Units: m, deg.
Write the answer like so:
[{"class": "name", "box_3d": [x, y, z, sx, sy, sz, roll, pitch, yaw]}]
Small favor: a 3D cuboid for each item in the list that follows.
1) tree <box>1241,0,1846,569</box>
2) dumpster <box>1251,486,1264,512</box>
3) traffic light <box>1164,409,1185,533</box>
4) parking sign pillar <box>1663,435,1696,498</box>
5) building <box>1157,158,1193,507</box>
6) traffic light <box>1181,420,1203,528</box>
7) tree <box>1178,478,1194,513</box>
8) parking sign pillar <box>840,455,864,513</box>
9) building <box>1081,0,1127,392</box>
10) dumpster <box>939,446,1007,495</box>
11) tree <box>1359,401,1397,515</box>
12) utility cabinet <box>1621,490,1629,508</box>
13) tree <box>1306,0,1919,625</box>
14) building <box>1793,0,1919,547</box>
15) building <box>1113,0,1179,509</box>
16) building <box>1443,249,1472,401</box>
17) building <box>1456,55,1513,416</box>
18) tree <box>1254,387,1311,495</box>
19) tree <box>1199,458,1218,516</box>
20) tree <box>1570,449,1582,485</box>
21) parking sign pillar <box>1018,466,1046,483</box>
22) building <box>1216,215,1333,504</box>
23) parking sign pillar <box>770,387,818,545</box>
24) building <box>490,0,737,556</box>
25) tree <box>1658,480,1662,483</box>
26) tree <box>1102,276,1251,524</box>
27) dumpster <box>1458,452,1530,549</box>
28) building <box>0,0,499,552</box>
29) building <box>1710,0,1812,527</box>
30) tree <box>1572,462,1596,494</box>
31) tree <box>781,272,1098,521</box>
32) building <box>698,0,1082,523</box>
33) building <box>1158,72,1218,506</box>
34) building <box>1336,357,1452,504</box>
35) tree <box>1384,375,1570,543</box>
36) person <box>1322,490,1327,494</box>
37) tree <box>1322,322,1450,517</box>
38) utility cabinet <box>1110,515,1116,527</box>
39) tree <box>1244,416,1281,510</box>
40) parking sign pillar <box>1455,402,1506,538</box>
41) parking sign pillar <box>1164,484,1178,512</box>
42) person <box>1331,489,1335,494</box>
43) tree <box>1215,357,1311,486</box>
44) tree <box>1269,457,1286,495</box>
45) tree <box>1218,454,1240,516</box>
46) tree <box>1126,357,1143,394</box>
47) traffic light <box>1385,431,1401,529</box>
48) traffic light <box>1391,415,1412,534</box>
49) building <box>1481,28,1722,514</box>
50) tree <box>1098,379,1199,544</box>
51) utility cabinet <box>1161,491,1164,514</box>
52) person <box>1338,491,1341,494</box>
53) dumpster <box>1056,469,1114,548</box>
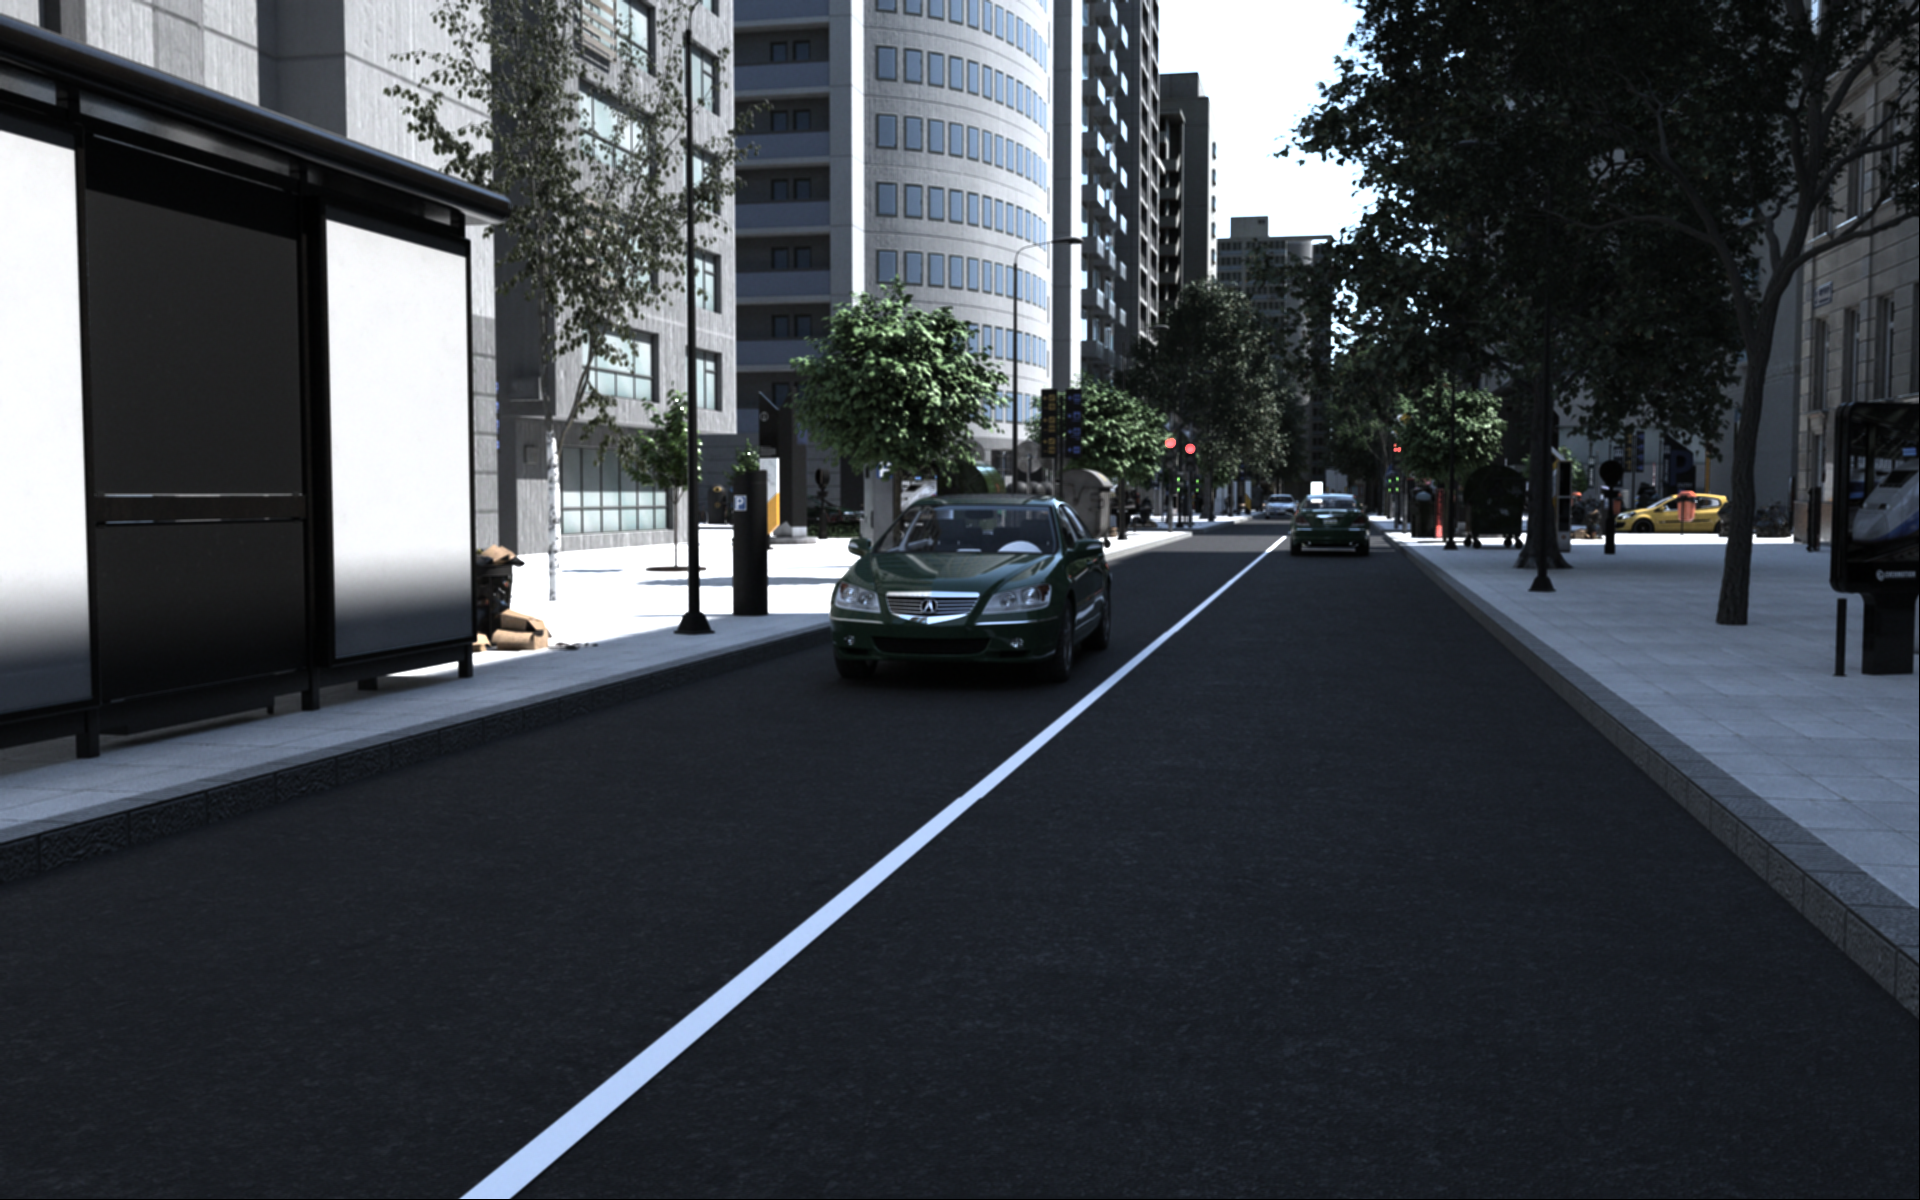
[{"class": "tree", "box_3d": [9.994, -6.887, 29.608, 9.611, 12.733, 9.660, 0, 3, 0]}, {"class": "dumpster", "box_3d": [21.075, -7.231, 123.987, 1.264, 1.857, 1.865, 1, 4, 12]}, {"class": "traffic light", "box_3d": [7.016, -4.193, 57.469, 0.839, 4.253, 0.868, 1, 4, 12]}, {"class": "parking sign pillar", "box_3d": [31.775, -5.384, 76.502, 1.447, 3.967, 1.447, 0, 4, -5]}, {"class": "building", "box_3d": [7.170, -29.575, 175.434, 32.217, 40.220, 23.993, 1, 4, 12]}, {"class": "traffic light", "box_3d": [8.712, -4.670, 65.272, 0.839, 4.253, 0.868, 1, 4, 12]}, {"class": "tree", "box_3d": [15.491, -7.617, 119.134, 1.663, 3.219, 1.824, 0, 3, 0]}, {"class": "parking sign pillar", "box_3d": [-4.255, -5.067, 71.316, 1.447, 3.967, 1.447, 0, 4, 7]}, {"class": "building", "box_3d": [0.092, -30.983, 126.174, 23.786, 49.044, 30.456, 1, 4, 12]}, {"class": "dumpster", "box_3d": [0.019, -1.966, 34.635, 1.502, 2.255, 1.985, 1, 4, 12]}, {"class": "tree", "box_3d": [26.664, -9.620, 107.644, 4.360, 8.622, 3.978, 0, 3, 0]}, {"class": "utility cabinet", "box_3d": [39.344, -5.742, 102.559, 0.318, 1.500, 1.173, 1, 4, 12]}, {"class": "tree", "box_3d": [7.506, -5.016, 16.421, 8.767, 10.594, 7.601, 1, 4, 13]}, {"class": "building", "box_3d": [24.800, -14.332, 31.599, 12.463, 27.353, 25.104, 1, 4, 12]}, {"class": "building", "box_3d": [8.922, -43.613, 151.331, 20.563, 71.187, 20.611, 1, 4, 12]}, {"class": "building", "box_3d": [63.081, -34.445, 182.784, 23.786, 49.044, 30.456, 1, 4, 12]}, {"class": "building", "box_3d": [56.234, -30.549, 154.102, 22.147, 44.769, 28.867, 1, 4, 12]}, {"class": "tree", "box_3d": [33.130, -16.171, 182.519, 7.486, 12.596, 7.792, 0, 3, 0]}, {"class": "tree", "box_3d": [5.104, -4.304, 54.084, 4.285, 4.588, 4.351, 0, 3, 0]}, {"class": "tree", "box_3d": [34.159, -7.118, 100.101, 4.285, 4.588, 4.351, 0, 3, 0]}, {"class": "parking sign pillar", "box_3d": [3.175, -5.414, 76.986, 1.447, 3.967, 1.447, 2, 4, 30]}, {"class": "building", "box_3d": [40.661, -33.816, 244.767, 23.993, 40.220, 32.217, 1, 4, 12]}, {"class": "parking sign pillar", "box_3d": [-4.373, -3.419, 44.369, 1.447, 3.967, 1.447, -2, 4, -29]}, {"class": "building", "box_3d": [-13.566, -21.955, 42.567, 14.086, 41.232, 14.154, 1, 4, 12]}, {"class": "tree", "box_3d": [43.566, -6.759, 105.114, 1.663, 3.219, 1.824, 0, 3, 0]}, {"class": "tree", "box_3d": [9.270, -8.560, 74.364, 7.601, 10.594, 8.767, 3, 5, 42]}, {"class": "dumpster", "box_3d": [12.657, -2.363, 41.126, 1.502, 2.255, 1.985, 1, 4, 12]}, {"class": "building", "box_3d": [-20.349, -28.842, 13.574, 21.231, 58.520, 28.212, 1, 4, 12]}, {"class": "building", "box_3d": [44.982, -27.570, 74.466, 21.600, 48.544, 21.300, 1, 4, 12]}, {"class": "tree", "box_3d": [37.445, -6.739, 104.776, 1.663, 3.219, 1.824, 0, 3, 0]}, {"class": "tree", "box_3d": [-0.906, -2.564, 25.638, 4.285, 4.588, 4.351, 0, 3, 0]}, {"class": "building", "box_3d": [-6.123, -33.462, 89.099, 21.231, 58.520, 28.212, 1, 4, 12]}, {"class": "building", "box_3d": [18.063, -35.147, 198.348, 21.600, 48.544, 21.300, 1, 4, 12]}, {"class": "building", "box_3d": [66.060, -24.016, 237.694, 28.899, 21.520, 27.650, 1, 4, 12]}, {"class": "tree", "box_3d": [12.815, -3.801, 45.867, 4.285, 4.588, 4.351, 0, 3, 0]}, {"class": "person", "box_3d": [33.779, -9.277, 160.039, 0.709, 1.838, 0.599, 3, 5, 40]}, {"class": "tree", "box_3d": [24.365, -10.606, 99.166, 9.928, 11.665, 9.643, 0, 3, 0]}, {"class": "utility cabinet", "box_3d": [5.610, -3.419, 67.058, 1.020, 1.237, 0.306, 1, 4, 15]}, {"class": "tree", "box_3d": [23.685, -11.506, 138.492, 4.737, 8.622, 4.395, 0, 3, 0]}, {"class": "parking sign pillar", "box_3d": [15.378, -3.828, 51.061, 1.447, 3.967, 1.447, 1, 4, 12]}, {"class": "parking sign pillar", "box_3d": [15.108, -8.292, 124.047, 1.447, 3.967, 1.447, 2, 4, 27]}, {"class": "person", "box_3d": [22.660, -5.866, 105.159, 0.760, 1.731, 0.466, -2, 4, -28]}, {"class": "tree", "box_3d": [27.082, -15.358, 157.751, 9.857, 13.997, 8.962, 0, 3, 0]}, {"class": "tree", "box_3d": [36.878, -15.369, 201.642, 4.360, 8.622, 3.978, 0, 3, 0]}, {"class": "tree", "box_3d": [14.702, -7.170, 100.945, 4.285, 4.588, 4.351, 0, 3, 0]}, {"class": "tree", "box_3d": [12.726, -10.535, 89.249, 9.611, 12.733, 9.660, 0, 3, 0]}, {"class": "traffic light", "box_3d": [16.056, -4.574, 63.698, 0.839, 4.253, 0.868, 1, 4, 12]}, {"class": "traffic light", "box_3d": [14.360, -4.096, 55.895, 0.839, 4.253, 0.868, 1, 4, 12]}, {"class": "building", "box_3d": [50.883, -32.355, 118.241, 28.713, 52.752, 27.495, 1, 4, 12]}, {"class": "tree", "box_3d": [3.294, -3.759, 45.175, 4.285, 4.588, 4.351, 0, 3, 0]}, {"class": "utility cabinet", "box_3d": [12.437, -6.057, 107.715, 0.318, 1.500, 1.173, 1, 4, 16]}, {"class": "person", "box_3d": [32.450, -8.473, 147.772, 1.217, 1.736, 0.721, -3, 5, -44]}, {"class": "dumpster", "box_3d": [2.834, -2.113, 40.311, 1.264, 1.857, 1.865, 1, 4, 12]}]
